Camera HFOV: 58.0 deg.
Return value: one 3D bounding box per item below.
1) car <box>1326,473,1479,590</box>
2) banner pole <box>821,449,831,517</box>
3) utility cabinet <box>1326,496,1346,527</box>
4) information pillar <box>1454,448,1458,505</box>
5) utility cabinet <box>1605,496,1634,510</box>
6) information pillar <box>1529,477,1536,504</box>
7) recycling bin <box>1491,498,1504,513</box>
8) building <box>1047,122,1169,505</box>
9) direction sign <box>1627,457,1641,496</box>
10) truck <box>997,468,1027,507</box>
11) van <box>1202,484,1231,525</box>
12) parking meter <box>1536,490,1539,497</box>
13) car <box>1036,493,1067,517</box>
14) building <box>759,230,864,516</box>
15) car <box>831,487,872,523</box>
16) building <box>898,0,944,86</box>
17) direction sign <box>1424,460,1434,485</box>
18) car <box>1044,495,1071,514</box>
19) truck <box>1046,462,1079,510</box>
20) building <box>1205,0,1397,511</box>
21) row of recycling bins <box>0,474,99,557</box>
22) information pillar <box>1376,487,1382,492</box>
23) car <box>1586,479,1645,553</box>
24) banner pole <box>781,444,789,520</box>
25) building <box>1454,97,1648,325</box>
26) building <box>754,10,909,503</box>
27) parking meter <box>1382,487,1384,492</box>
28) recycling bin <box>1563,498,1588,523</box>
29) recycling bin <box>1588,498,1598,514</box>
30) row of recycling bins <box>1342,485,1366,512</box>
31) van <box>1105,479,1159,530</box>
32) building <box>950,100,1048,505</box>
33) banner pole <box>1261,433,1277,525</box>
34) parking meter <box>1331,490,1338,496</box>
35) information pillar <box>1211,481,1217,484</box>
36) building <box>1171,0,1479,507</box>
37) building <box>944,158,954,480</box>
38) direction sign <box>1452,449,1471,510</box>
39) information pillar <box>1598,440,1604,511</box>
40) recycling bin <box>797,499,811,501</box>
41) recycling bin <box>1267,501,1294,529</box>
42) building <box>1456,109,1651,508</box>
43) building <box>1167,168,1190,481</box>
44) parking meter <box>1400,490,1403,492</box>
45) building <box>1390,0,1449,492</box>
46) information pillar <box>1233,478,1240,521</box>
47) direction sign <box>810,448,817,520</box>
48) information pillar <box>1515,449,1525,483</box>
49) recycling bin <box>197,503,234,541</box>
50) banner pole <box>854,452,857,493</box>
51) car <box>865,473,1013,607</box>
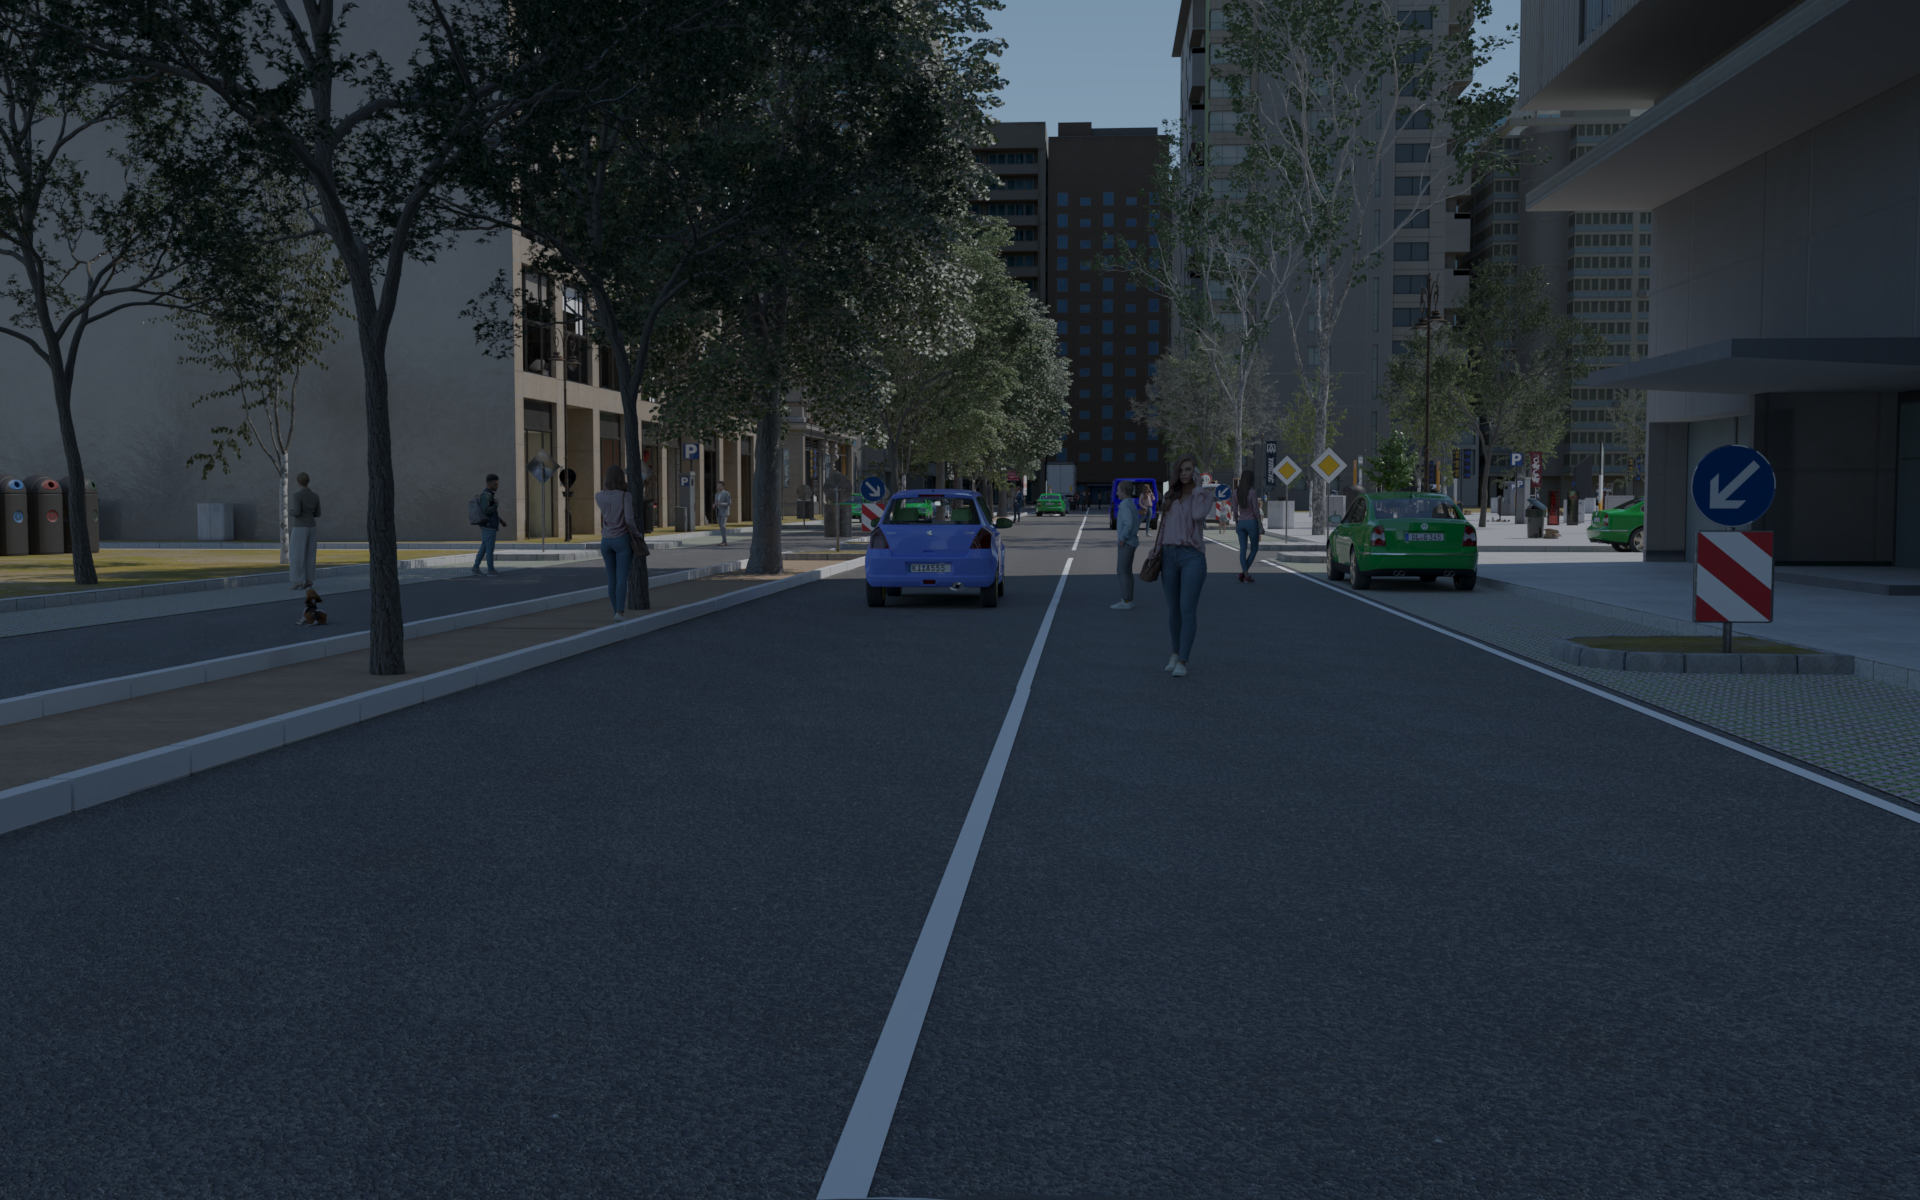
[{"bbox_3d":[6.834,-1.117,27.060,1.959,1.807,4.718,0,4,4],"label":"car"},{"bbox_3d":[-7.440,-6.478,95.930,0.863,3.779,0.401,3,5,40],"label":"banner pole"},{"bbox_3d":[14.374,-3.412,66.947,1.020,1.237,0.306,3,4,36],"label":"utility cabinet"},{"bbox_3d":[25.394,-5.957,88.752,0.183,3.616,0.504,0,4,8],"label":"information pillar"},{"bbox_3d":[25.484,-3.413,66.963,1.020,1.237,0.306,0,4,1],"label":"utility cabinet"},{"bbox_3d":[25.059,-4.374,76.000,0.304,2.012,0.304,0,4,-6],"label":"information pillar"},{"bbox_3d":[36.151,-6.346,116.311,0.722,1.027,0.722,-3,5,-41],"label":"recycling bin"},{"bbox_3d":[17.995,-34.336,211.500,14.200,45.320,14.600,0,4,4],"label":"building"},{"bbox_3d":[41.399,-6.998,106.420,0.876,3.537,0.379,-1,4,-13],"label":"direction sign"},{"bbox_3d":[5.740,-12.218,188.670,2.839,4.237,11.283,0,4,5],"label":"truck"},{"bbox_3d":[10.407,-4.023,72.790,2.013,2.044,4.112,0,4,5],"label":"van"},{"bbox_3d":[34.179,-5.782,102.951,0.372,1.533,0.369,0,3,0],"label":"parking meter"},{"bbox_3d":[5.859,-6.271,111.326,1.959,1.807,4.718,0,4,5],"label":"car"},{"bbox_3d":[-13.307,-15.313,101.271,10.553,20.767,40.483,0,4,4],"label":"building"},{"bbox_3d":[-5.393,-4.759,86.613,1.959,1.807,4.718,0,4,6],"label":"car"},{"bbox_3d":[-13.038,-32.958,162.572,21.300,48.544,21.600,0,4,4],"label":"building"},{"bbox_3d":[31.570,-7.629,116.723,0.379,3.537,0.876,-2,4,-29],"label":"direction sign"},{"bbox_3d":[7.067,-6.988,126.249,2.014,1.417,4.499,0,4,5],"label":"car"},{"bbox_3d":[9.356,-10.345,158.059,2.839,4.237,11.283,0,4,5],"label":"truck"},{"bbox_3d":[26.366,-27.782,137.837,14.154,41.232,14.086,0,4,4],"label":"building"},{"bbox_3d":[-19.623,-1.782,36.241,1.069,1.692,3.534,1,4,18],"label":"row of recycling bins"},{"bbox_3d":[24.416,-5.901,100.970,0.304,2.012,0.304,1,4,11],"label":"information pillar"},{"bbox_3d":[17.415,-1.977,41.126,4.718,1.807,1.959,0,4,6],"label":"car"},{"bbox_3d":[-8.655,-5.841,85.521,0.401,3.779,0.863,-3,4,-37],"label":"banner pole"},{"bbox_3d":[69.049,-36.202,211.512,30.456,49.044,23.786,0,4,4],"label":"building"},{"bbox_3d":[-16.193,-31.628,136.733,23.786,49.044,30.456,0,4,4],"label":"building"},{"bbox_3d":[26.827,-6.355,109.620,0.399,1.863,0.255,0,4,6],"label":"parking meter"},{"bbox_3d":[27.479,-3.972,77.491,0.722,1.027,0.722,0,4,-1],"label":"recycling bin"},{"bbox_3d":[41.410,-6.166,113.360,0.722,1.027,0.722,-2,4,-34],"label":"recycling bin"},{"bbox_3d":[17.610,-4.319,77.727,1.069,1.692,3.534,1,4,9],"label":"row of recycling bins"},{"bbox_3d":[7.105,-4.080,71.087,2.240,2.365,5.245,0,4,4],"label":"van"},{"bbox_3d":[0.419,-36.243,216.274,21.600,48.544,21.300,0,4,4],"label":"building"},{"bbox_3d":[12.664,-4.976,71.371,0.863,3.779,0.401,-1,4,-10],"label":"banner pole"},{"bbox_3d":[22.484,-5.847,104.007,0.372,1.533,0.369,0,3,0],"label":"parking meter"},{"bbox_3d":[14.066,-5.597,95.999,0.304,2.012,0.304,2,4,26],"label":"information pillar"},{"bbox_3d":[36.725,-36.061,178.833,28.713,52.752,27.495,0,4,4],"label":"building"},{"bbox_3d":[-7.751,-30.938,189.428,14.086,41.232,14.154,0,4,4],"label":"building"},{"bbox_3d":[25.056,-5.785,86.574,0.876,3.537,0.379,1,4,21],"label":"direction sign"},{"bbox_3d":[27.945,-5.147,75.515,0.183,3.616,0.504,2,4,30],"label":"information pillar"},{"bbox_3d":[-8.088,-4.780,90.714,0.722,1.027,0.722,-1,4,-20],"label":"recycling bin"},{"bbox_3d":[11.795,-3.126,63.659,0.722,1.027,0.722,-3,5,-41],"label":"recycling bin"},{"bbox_3d":[63.046,-29.512,174.410,23.993,40.220,32.217,0,4,4],"label":"building"},{"bbox_3d":[32.321,-32.185,209.815,14.086,41.232,14.154,0,4,4],"label":"building"},{"bbox_3d":[28.137,-6.263,110.818,0.372,1.533,0.369,0,3,0],"label":"parking meter"},{"bbox_3d":[30.944,-43.787,154.169,20.563,71.187,20.611,0,4,4],"label":"building"},{"bbox_3d":[13.041,-4.706,81.430,0.304,2.012,0.304,3,5,44],"label":"information pillar"},{"bbox_3d":[-7.186,-5.670,84.698,0.379,3.537,0.876,1,4,15],"label":"direction sign"},{"bbox_3d":[29.196,-6.051,90.293,0.504,3.616,0.183,-1,4,-11],"label":"information pillar"},{"bbox_3d":[-20.377,-2.132,47.417,0.722,1.027,0.722,0,4,-2],"label":"recycling bin"},{"bbox_3d":[-6.234,-6.969,103.953,0.401,3.779,0.863,-1,4,-12],"label":"banner pole"},{"bbox_3d":[-0.275,-0.835,23.239,1.945,1.707,3.694,0,4,3],"label":"car"}]
